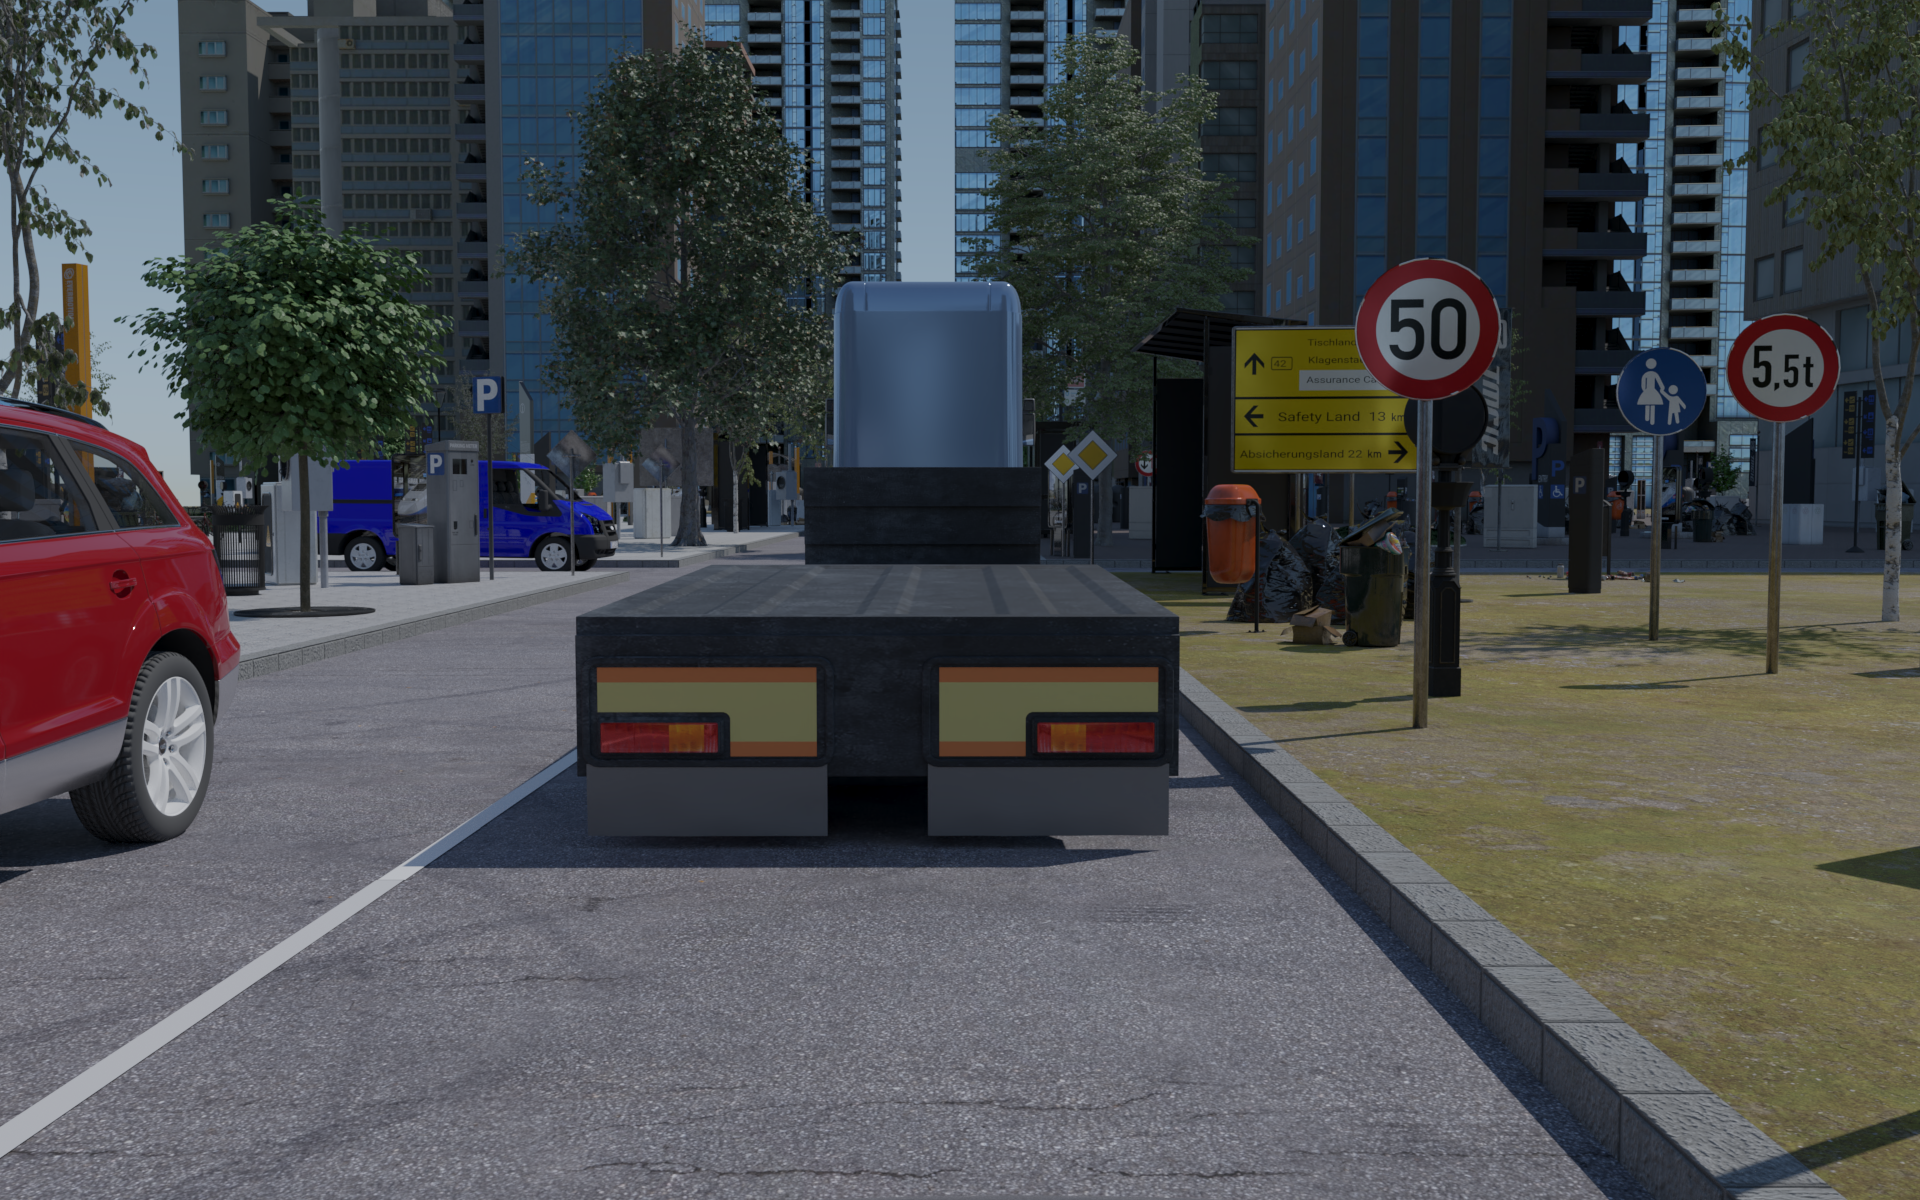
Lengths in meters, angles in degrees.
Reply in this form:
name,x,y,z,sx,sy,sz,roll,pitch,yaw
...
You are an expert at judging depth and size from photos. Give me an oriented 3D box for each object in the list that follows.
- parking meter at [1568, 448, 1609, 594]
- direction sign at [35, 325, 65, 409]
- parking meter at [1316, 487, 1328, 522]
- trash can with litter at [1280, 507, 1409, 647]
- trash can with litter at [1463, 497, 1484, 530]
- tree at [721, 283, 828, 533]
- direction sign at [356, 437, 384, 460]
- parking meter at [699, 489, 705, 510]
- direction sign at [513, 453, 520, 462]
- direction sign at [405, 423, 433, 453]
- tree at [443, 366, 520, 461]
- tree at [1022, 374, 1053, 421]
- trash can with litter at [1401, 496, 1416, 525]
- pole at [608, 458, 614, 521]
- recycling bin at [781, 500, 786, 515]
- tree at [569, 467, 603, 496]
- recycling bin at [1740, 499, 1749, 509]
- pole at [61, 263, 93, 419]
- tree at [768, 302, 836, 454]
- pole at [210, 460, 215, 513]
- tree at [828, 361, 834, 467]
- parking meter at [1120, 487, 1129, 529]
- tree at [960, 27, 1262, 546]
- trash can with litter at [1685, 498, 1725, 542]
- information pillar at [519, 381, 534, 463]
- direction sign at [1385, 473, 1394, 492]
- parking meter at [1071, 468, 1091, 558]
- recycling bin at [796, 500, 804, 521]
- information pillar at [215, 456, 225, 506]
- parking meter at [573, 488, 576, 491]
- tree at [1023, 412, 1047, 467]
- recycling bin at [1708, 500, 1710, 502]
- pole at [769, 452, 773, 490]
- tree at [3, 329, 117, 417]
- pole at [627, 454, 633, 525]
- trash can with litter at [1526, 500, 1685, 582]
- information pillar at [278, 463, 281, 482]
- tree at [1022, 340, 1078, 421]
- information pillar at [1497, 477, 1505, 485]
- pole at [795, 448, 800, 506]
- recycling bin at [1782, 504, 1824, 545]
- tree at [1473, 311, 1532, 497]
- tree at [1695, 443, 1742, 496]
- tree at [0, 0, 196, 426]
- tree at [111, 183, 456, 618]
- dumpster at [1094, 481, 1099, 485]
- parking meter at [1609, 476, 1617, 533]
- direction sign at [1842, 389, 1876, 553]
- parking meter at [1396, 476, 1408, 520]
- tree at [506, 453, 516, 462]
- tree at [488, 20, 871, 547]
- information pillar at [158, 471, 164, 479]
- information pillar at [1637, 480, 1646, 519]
name,x,y,z,sx,sy,sz,roll,pitch,yaw
parking meter,8.100,-1.023,22.429,0.255,1.863,0.399,-2,4,-25
direction sign,-12.218,-1.922,23.416,0.876,3.537,0.379,3,4,36
parking meter,12.234,-3.068,58.574,0.372,1.533,0.369,0,3,0
trash can with litter,3.257,-0.202,14.682,1.055,1.170,0.624,2,4,26
trash can with litter,18.695,-3.128,62.538,1.055,1.170,0.624,-3,5,-40
tree,-7.064,-6.473,56.204,4.737,8.622,4.395,0,3,0
direction sign,-19.658,-4.023,57.777,0.876,3.537,0.379,0,4,-8
parking meter,-11.193,-4.062,74.817,0.372,1.533,0.369,0,3,0
direction sign,-24.267,-6.290,94.837,0.379,3.537,0.876,1,4,15
direction sign,-17.136,-3.848,54.910,0.876,3.537,0.379,-3,4,-37
tree,-27.779,-9.174,100.353,4.360,8.622,3.978,0,3,0
tree,3.491,-9.464,105.105,4.737,8.622,4.395,0,3,0
trash can with litter,12.949,-2.465,51.361,2.233,1.210,1.678,0,4,7
pole,-13.081,-4.345,64.883,0.158,3.312,0.155,0,3,0
recycling bin,-8.187,-3.983,77.680,0.722,1.027,0.722,-1,4,-13
tree,-19.589,-5.847,90.196,1.663,3.219,1.824,0,3,0
recycling bin,41.656,-4.881,92.359,0.722,1.027,0.722,3,5,43
pole,-7.844,-1.321,15.445,0.158,3.312,0.155,0,3,0
tree,-6.477,-11.799,103.291,12.009,13.543,11.850,0,3,0
pole,-45.063,-6.762,104.401,0.158,3.312,0.155,0,3,0
tree,-6.488,-7.946,80.284,4.737,8.622,4.395,0,3,0
parking meter,6.097,-3.391,63.860,0.372,1.533,0.369,0,3,0
tree,3.585,-7.658,43.337,7.486,12.596,7.792,0,3,0
trash can with litter,19.916,-2.131,46.234,1.055,1.170,0.624,-2,4,-35
information pillar,-8.989,-2.728,35.959,0.183,3.616,0.504,-3,5,-41
direction sign,17.452,-4.793,70.359,0.379,3.537,0.876,2,4,35
parking meter,2.434,-1.777,34.759,0.399,1.863,0.255,0,4,0
recycling bin,-6.525,-3.749,73.851,0.722,1.027,0.722,2,4,30
information pillar,-44.448,-6.893,104.055,0.504,3.616,0.183,-2,4,-29
parking meter,-13.743,-3.227,61.179,0.372,1.533,0.369,0,3,0
tree,2.921,-5.055,66.362,4.285,4.588,4.351,0,3,0
recycling bin,30.977,-3.644,72.133,0.722,1.027,0.722,0,4,-6
pole,-9.067,-5.459,83.090,0.158,3.312,0.155,0,3,0
tree,-36.761,-7.367,70.812,4.737,8.622,4.395,0,3,0
pole,-13.500,-4.709,70.830,0.158,3.312,0.155,0,3,0
trash can with litter,9.754,-0.909,25.916,1.678,1.210,2.233,-2,4,-28
information pillar,-14.485,-2.812,37.324,0.504,3.616,0.183,1,4,23
tree,3.173,-12.796,119.586,12.009,13.543,11.850,0,3,0
information pillar,22.764,-4.187,72.956,0.304,2.012,0.304,1,4,20
pole,-7.157,-5.031,76.095,0.158,3.312,0.155,0,3,0
recycling bin,21.301,-1.912,43.820,0.722,1.027,0.722,-1,4,-12
tree,20.043,-7.114,66.674,4.737,8.622,4.395,0,3,0
tree,28.766,-4.347,65.681,1.663,3.219,1.824,0,3,0
tree,-6.995,-3.774,12.061,4.360,8.622,3.978,0,3,0
tree,-7.114,-2.125,18.451,4.285,4.588,4.351,0,3,0
dumpster,5.882,-4.439,78.338,1.264,1.857,1.865,0,4,0
parking meter,21.490,-3.152,57.245,0.399,1.863,0.255,2,4,26
direction sign,19.667,-2.810,37.948,0.379,3.537,0.876,-1,4,-16
parking meter,14.423,-3.108,56.525,0.255,1.863,0.399,2,4,31
tree,-20.978,-5.291,81.117,1.663,3.219,1.824,0,3,0
tree,-6.694,-7.677,42.527,9.611,12.733,9.660,0,3,0
information pillar,-25.194,-3.057,54.480,0.304,2.012,0.304,-2,4,-26
information pillar,35.184,-5.196,89.448,0.304,2.012,0.304,-1,4,-20
